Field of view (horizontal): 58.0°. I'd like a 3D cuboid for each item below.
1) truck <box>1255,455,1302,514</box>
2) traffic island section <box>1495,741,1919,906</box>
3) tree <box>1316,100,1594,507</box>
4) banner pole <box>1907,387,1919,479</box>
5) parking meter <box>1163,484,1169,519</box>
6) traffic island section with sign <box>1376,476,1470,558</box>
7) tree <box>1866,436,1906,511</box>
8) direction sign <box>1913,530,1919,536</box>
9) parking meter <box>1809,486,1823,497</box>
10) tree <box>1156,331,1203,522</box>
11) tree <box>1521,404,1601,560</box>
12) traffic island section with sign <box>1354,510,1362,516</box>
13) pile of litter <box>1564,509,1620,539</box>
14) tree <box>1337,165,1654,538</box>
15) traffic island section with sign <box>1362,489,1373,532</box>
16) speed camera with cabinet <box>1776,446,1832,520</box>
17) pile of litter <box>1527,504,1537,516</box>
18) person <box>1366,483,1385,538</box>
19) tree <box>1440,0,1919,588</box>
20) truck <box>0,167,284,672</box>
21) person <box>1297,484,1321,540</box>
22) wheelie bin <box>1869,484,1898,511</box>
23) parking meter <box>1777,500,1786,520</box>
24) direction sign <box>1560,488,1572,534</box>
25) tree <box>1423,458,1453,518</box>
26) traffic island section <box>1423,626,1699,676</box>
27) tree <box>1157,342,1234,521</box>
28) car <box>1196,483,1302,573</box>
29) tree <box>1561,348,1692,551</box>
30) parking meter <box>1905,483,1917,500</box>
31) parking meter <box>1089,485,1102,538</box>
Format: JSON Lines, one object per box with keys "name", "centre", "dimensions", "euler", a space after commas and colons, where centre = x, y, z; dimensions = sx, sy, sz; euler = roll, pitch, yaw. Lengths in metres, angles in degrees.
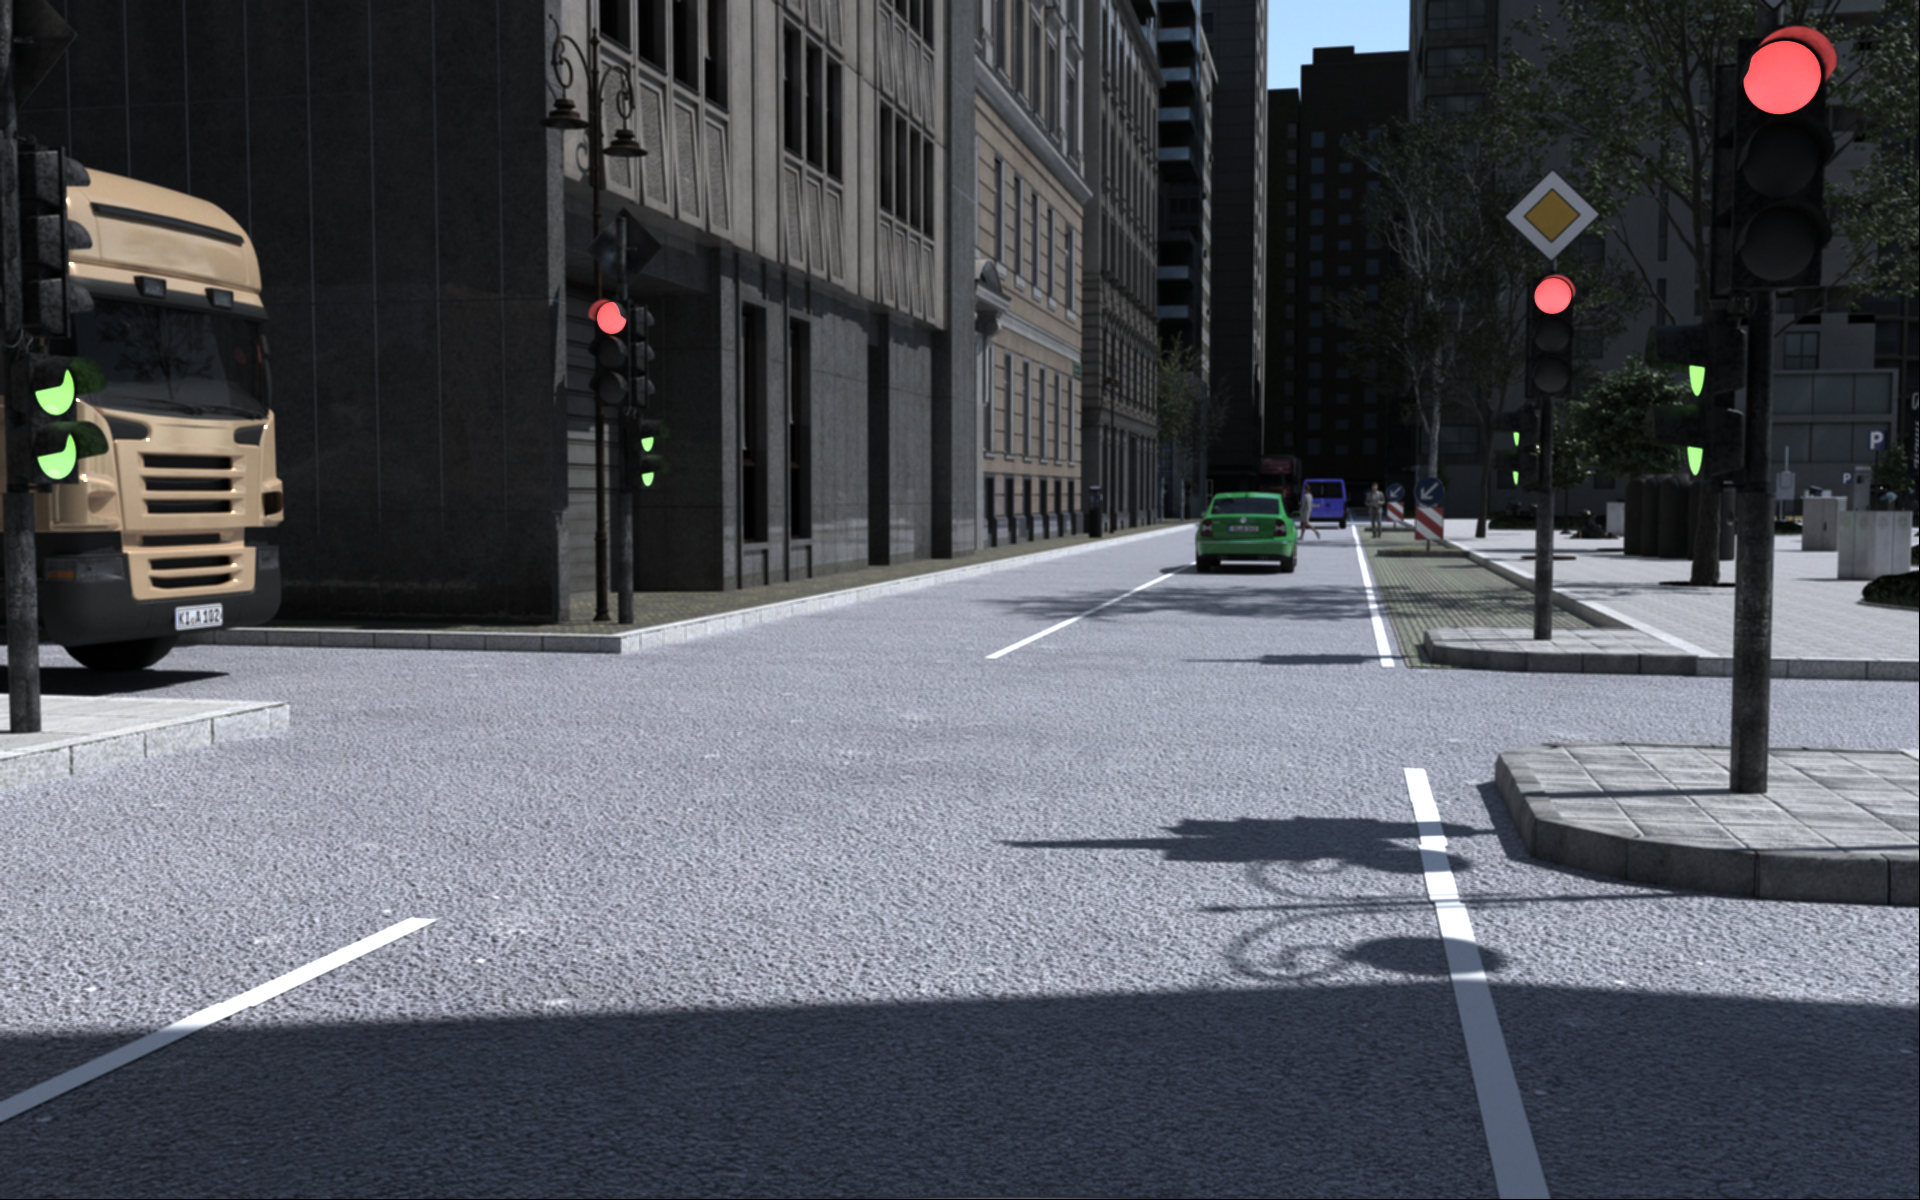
{"name": "truck", "centre": [23.233, -8.362, 125.639], "dimensions": [2.839, 4.237, 11.283], "euler": [1, 4, 14]}
{"name": "traffic island section", "centre": [3.424, 0.906, 7.474], "dimensions": [2.009, 0.180, 2.903], "euler": [1, 4, 12]}
{"name": "tree", "centre": [23.128, -13.795, 81.445], "dimensions": [12.611, 20.169, 13.585], "euler": [0, 3, 0]}
{"name": "banner pole", "centre": [19.849, -2.785, 35.557], "dimensions": [0.863, 3.779, 0.401], "euler": [0, 4, -1]}
{"name": "parking meter", "centre": [10.735, -5.204, 90.804], "dimensions": [0.399, 1.863, 0.255], "euler": [0, 4, -7]}
{"name": "traffic island section with sign", "centre": [10.626, -1.905, 39.783], "dimensions": [1.989, 1.847, 2.006], "euler": [1, 4, 12]}
{"name": "tree", "centre": [31.009, -3.836, 57.322], "dimensions": [1.663, 3.219, 1.824], "euler": [0, 3, 0]}
{"name": "direction sign", "centre": [29.251, -3.709, 52.632], "dimensions": [0.379, 3.537, 0.876], "euler": [0, 4, -7]}
{"name": "parking meter", "centre": [26.021, -2.708, 52.681], "dimensions": [0.372, 1.533, 0.369], "euler": [0, 3, 0]}
{"name": "tree", "centre": [8.969, -7.821, 78.240], "dimensions": [4.737, 8.622, 4.395], "euler": [0, 3, 0]}
{"name": "tree", "centre": [11.476, -2.410, 33.999], "dimensions": [1.663, 3.219, 1.824], "euler": [0, 3, 0]}
{"name": "traffic island section with sign", "centre": [27.262, -6.482, 114.605], "dimensions": [1.989, 1.847, 2.006], "euler": [1, 4, 12]}
{"name": "pile of litter", "centre": [18.259, -2.204, 50.005], "dimensions": [1.176, 0.858, 1.719], "euler": [-1, 4, -15]}
{"name": "tree", "centre": [15.243, -7.077, 50.127], "dimensions": [8.767, 10.594, 7.601], "euler": [0, 4, 0]}
{"name": "traffic island section with sign", "centre": [16.477, -3.515, 66.098], "dimensions": [1.989, 1.847, 2.006], "euler": [1, 4, 12]}
{"name": "speed camera with cabinet", "centre": [34.871, -4.724, 71.580], "dimensions": [2.038, 3.252, 0.660], "euler": [1, 4, 23]}
{"name": "pile of litter", "centre": [25.568, -3.861, 77.086], "dimensions": [1.176, 0.858, 1.719], "euler": [-3, 5, -43]}
{"name": "person", "centre": [13.385, -2.887, 55.902], "dimensions": [0.606, 1.804, 0.583], "euler": [1, 4, 20]}
{"name": "tree", "centre": [10.400, -5.989, 23.670], "dimensions": [9.928, 11.665, 9.643], "euler": [0, 3, 0]}
{"name": "truck", "centre": [-10.398, -1.525, 13.853], "dimensions": [11.283, 4.237, 2.839], "euler": [1, 4, 14]}
{"name": "person", "centre": [10.777, -2.714, 53.625], "dimensions": [0.760, 1.731, 0.466], "euler": [0, 4, 6]}
{"name": "wheelie bin", "centre": [27.749, -2.714, 52.289], "dimensions": [0.980, 1.594, 0.693], "euler": [3, 4, 36]}
{"name": "parking meter", "centre": [39.912, -4.633, 84.157], "dimensions": [0.372, 1.533, 0.369], "euler": [0, 3, 0]}
{"name": "direction sign", "centre": [19.424, -3.879, 55.422], "dimensions": [0.379, 3.537, 0.876], "euler": [1, 4, 21]}
{"name": "tree", "centre": [25.604, -5.989, 92.525], "dimensions": [1.663, 3.219, 1.824], "euler": [0, 3, 0]}
{"name": "traffic island section", "centre": [5.158, 0.429, 15.270], "dimensions": [2.009, 0.180, 2.903], "euler": [1, 4, 12]}
{"name": "tree", "centre": [11.008, -8.151, 83.636], "dimensions": [4.360, 8.622, 3.978], "euler": [0, 3, 0]}
{"name": "car", "centre": [5.520, -1.484, 33.057], "dimensions": [1.959, 1.807, 4.718], "euler": [1, 4, 12]}
{"name": "tree", "centre": [15.289, -3.389, 39.119], "dimensions": [4.285, 4.588, 4.351], "euler": [0, 3, 0]}
{"name": "parking meter", "centre": [43.665, -4.516, 79.546], "dimensions": [0.399, 1.863, 0.255], "euler": [0, 4, 6]}
{"name": "parking meter", "centre": [3.984, -2.601, 50.942], "dimensions": [0.372, 1.533, 0.369], "euler": [0, 3, 0]}
